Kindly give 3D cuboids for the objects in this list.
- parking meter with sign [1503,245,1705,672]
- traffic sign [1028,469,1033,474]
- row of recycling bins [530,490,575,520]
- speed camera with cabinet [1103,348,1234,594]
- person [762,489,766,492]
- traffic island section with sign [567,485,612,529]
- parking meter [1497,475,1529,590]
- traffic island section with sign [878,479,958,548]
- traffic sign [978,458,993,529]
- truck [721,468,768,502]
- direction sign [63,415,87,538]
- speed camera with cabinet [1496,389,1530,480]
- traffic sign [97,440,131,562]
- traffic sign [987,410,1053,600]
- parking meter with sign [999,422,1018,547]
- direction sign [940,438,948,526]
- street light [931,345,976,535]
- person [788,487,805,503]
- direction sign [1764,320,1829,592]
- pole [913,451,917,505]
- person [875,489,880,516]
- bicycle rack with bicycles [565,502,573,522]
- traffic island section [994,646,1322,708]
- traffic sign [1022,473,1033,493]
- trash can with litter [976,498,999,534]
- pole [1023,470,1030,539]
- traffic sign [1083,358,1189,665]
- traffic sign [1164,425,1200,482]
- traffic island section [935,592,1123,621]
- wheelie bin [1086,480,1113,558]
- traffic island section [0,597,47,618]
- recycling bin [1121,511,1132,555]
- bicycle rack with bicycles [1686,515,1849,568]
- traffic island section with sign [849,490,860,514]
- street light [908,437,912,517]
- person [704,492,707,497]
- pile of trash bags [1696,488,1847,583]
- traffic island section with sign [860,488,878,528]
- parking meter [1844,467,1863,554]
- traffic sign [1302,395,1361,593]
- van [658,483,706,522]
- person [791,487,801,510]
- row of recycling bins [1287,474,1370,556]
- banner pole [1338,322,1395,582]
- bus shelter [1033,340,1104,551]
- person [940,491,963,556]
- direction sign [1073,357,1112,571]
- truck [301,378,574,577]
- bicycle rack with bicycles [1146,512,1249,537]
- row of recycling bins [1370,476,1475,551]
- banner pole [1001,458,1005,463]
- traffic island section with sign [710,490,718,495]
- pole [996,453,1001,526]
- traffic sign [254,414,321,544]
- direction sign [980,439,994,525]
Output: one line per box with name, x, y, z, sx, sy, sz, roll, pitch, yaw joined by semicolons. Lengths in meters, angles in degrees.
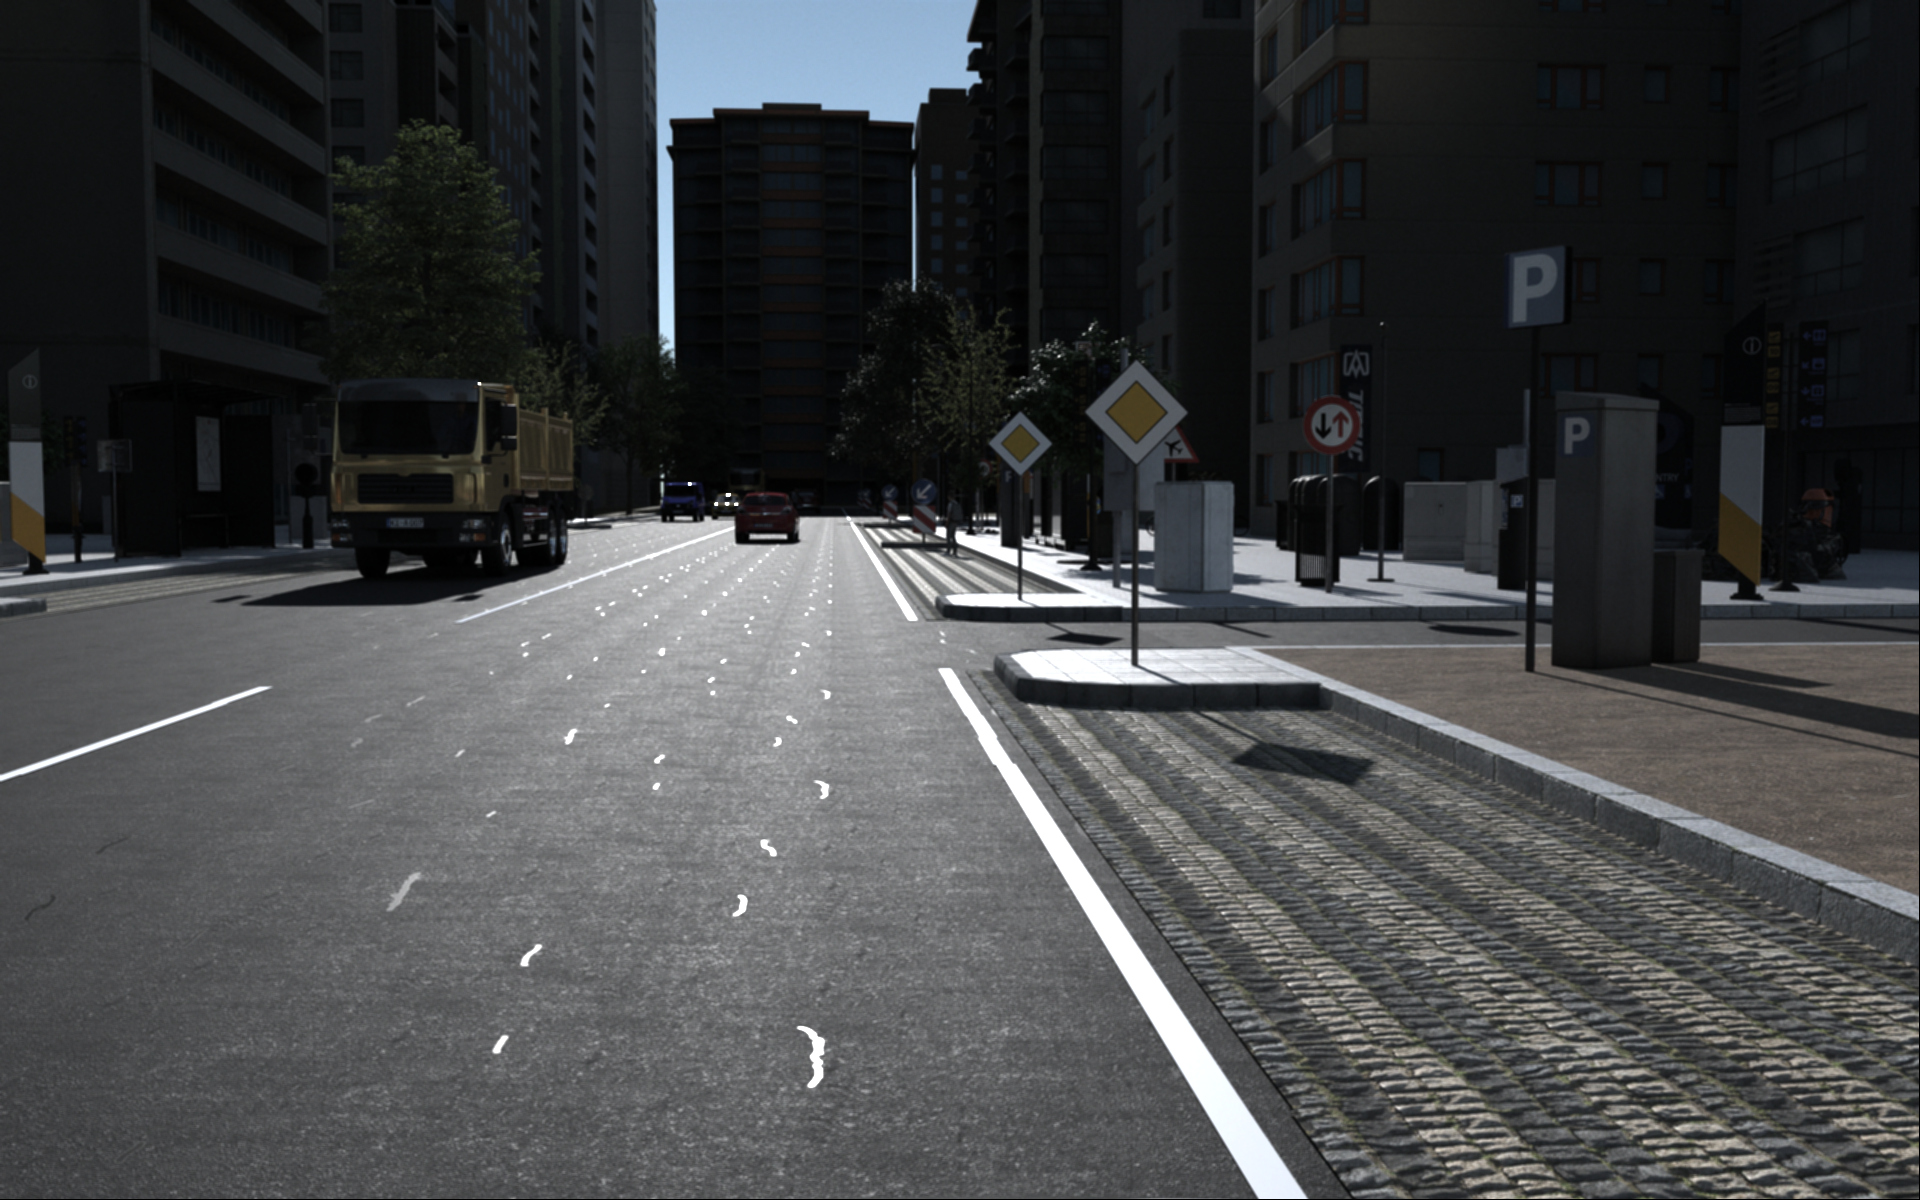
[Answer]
parking meter with sign;4.824;-1.015;12.862;1.738;3.016;0.543;-2;4;-31
traffic sign;2.239;-2.977;48.780;0.768;2.556;0.104;0;4;2
row of recycling bins;-21.024;-4.845;86.335;3.534;1.692;1.069;-1;4;-18
speed camera with cabinet;2.773;-1.761;23.125;0.660;3.252;2.038;-2;4;-34
person;-10.883;-5.327;96.527;0.756;1.711;0.436;-1;4;-12
traffic island section with sign;-15.451;-3.845;71.486;1.989;1.847;2.006;0;4;-4
parking meter;7.428;-0.909;23.270;0.372;1.533;0.369;0;3;0
traffic island section with sign;-1.109;-2.303;46.274;1.989;1.847;2.006;0;4;-4
traffic sign;0.789;-3.766;61.678;0.768;2.556;0.104;0;4;4
truck;-16.291;-8.344;132.346;3.469;3.379;9.791;0;4;-5
direction sign;-25.694;-3.570;50.372;0.379;3.537;0.876;1;4;12
speed camera with cabinet;10.960;-2.391;33.433;0.660;3.252;2.038;3;4;37
traffic sign;-15.857;-1.858;32.501;0.606;2.300;0.079;0;4;-2
traffic sign;0.723;-1.055;20.888;0.795;2.450;0.064;0;4;-4
parking meter with sign;1.218;-2.830;42.526;0.543;3.016;1.738;0;4;-4
direction sign;-0.615;-4.771;69.996;0.379;3.537;0.876;1;4;17
street light;-0.202;-4.986;54.056;1.470;5.913;1.316;0;4;-4
person;-9.984;-5.855;103.863;1.348;1.869;0.705;0;4;-6
direction sign;10.929;-1.887;22.857;0.876;3.537;0.379;2;4;35
pole;-2.162;-5.448;82.919;0.158;3.312;0.155;0;3;0
person;-5.423;-6.305;112.305;0.721;1.735;1.217;0;4;-7
bicycle rack with bicycles;-19.173;-4.080;80.088;2.852;0.926;2.925;-1;4;-18
traffic island section;1.329;0.567;13.003;2.009;0.180;2.903;0;4;-4
traffic sign;2.154;-3.557;58.164;0.884;2.594;0.081;0;4;1
trash can with litter;1.336;-2.789;56.650;1.678;1.210;2.233;-2;4;-31
pole;1.910;-3.415;49.672;0.158;3.312;0.155;0;3;0
traffic sign;1.306;-0.568;12.924;0.795;2.450;0.064;0;4;-4
traffic sign;3.629;-1.804;29.500;0.884;2.594;0.081;0;4;5
traffic island section;0.746;0.080;20.967;2.009;0.180;2.903;0;4;-4
wheelie bin;2.929;-1.657;34.995;0.693;1.594;0.980;1;4;9
traffic island section;-12.012;0.137;20.041;2.009;0.180;2.903;0;4;-4
recycling bin;3.416;-1.487;36.860;0.722;1.027;0.722;0;4;2
bicycle rack with bicycles;14.429;-1.055;30.639;2.925;0.926;2.852;-1;4;-13
traffic island section with sign;-6.738;-7.005;123.156;1.989;1.847;2.006;0;4;-4
street light;-3.256;-7.545;95.908;1.470;5.913;1.316;0;4;-4
person;-21.564;-8.290;144.846;0.742;1.727;0.445;-3;4;-37
pile of trash bags;12.598;-1.024;26.488;1.912;1.369;3.447;3;5;44
traffic island section with sign;-3.101;-3.965;73.458;1.989;1.847;2.006;0;4;-4
parking meter;19.142;-1.921;37.126;0.255;1.863;0.399;3;5;44
traffic sign;4.794;-1.366;22.437;0.768;2.556;0.104;0;4;-4
van;-14.644;-5.337;91.636;2.240;2.365;5.245;0;4;-3
person;-9.747;-5.762;102.701;0.705;1.826;1.348;1;4;14
row of recycling bins;7.795;-1.854;37.419;1.069;1.692;3.534;0;4;-2
banner pole;5.963;-2.165;25.414;0.863;3.779;0.401;1;4;12
bus shelter;2.838;-3.996;42.971;2.179;5.291;8.768;0;4;-4
person;-0.200;-1.763;39.923;0.523;1.515;0.503;0;4;-2
direction sign;2.214;-2.270;29.119;0.379;3.537;0.876;-3;5;-41
truck;-9.214;-2.208;32.021;3.469;3.379;9.791;0;4;-3
bicycle rack with bicycles;7.413;-2.415;52.874;2.925;0.926;2.852;2;4;24
row of recycling bins;10.082;-1.980;39.482;3.534;1.692;1.069;2;4;30
banner pole;1.873;-5.070;72.905;0.401;3.779;0.863;-1;4;-22
traffic island section with sign;-21.183;-8.630;149.726;1.989;1.847;2.006;0;4;-4
pole;1.580;-4.679;70.342;0.158;3.312;0.155;0;3;0
traffic sign;-17.474;-3.083;44.284;2.265;3.308;0.079;0;4;2
direction sign;1.111;-4.831;70.987;0.379;3.537;0.876;3;5;41
